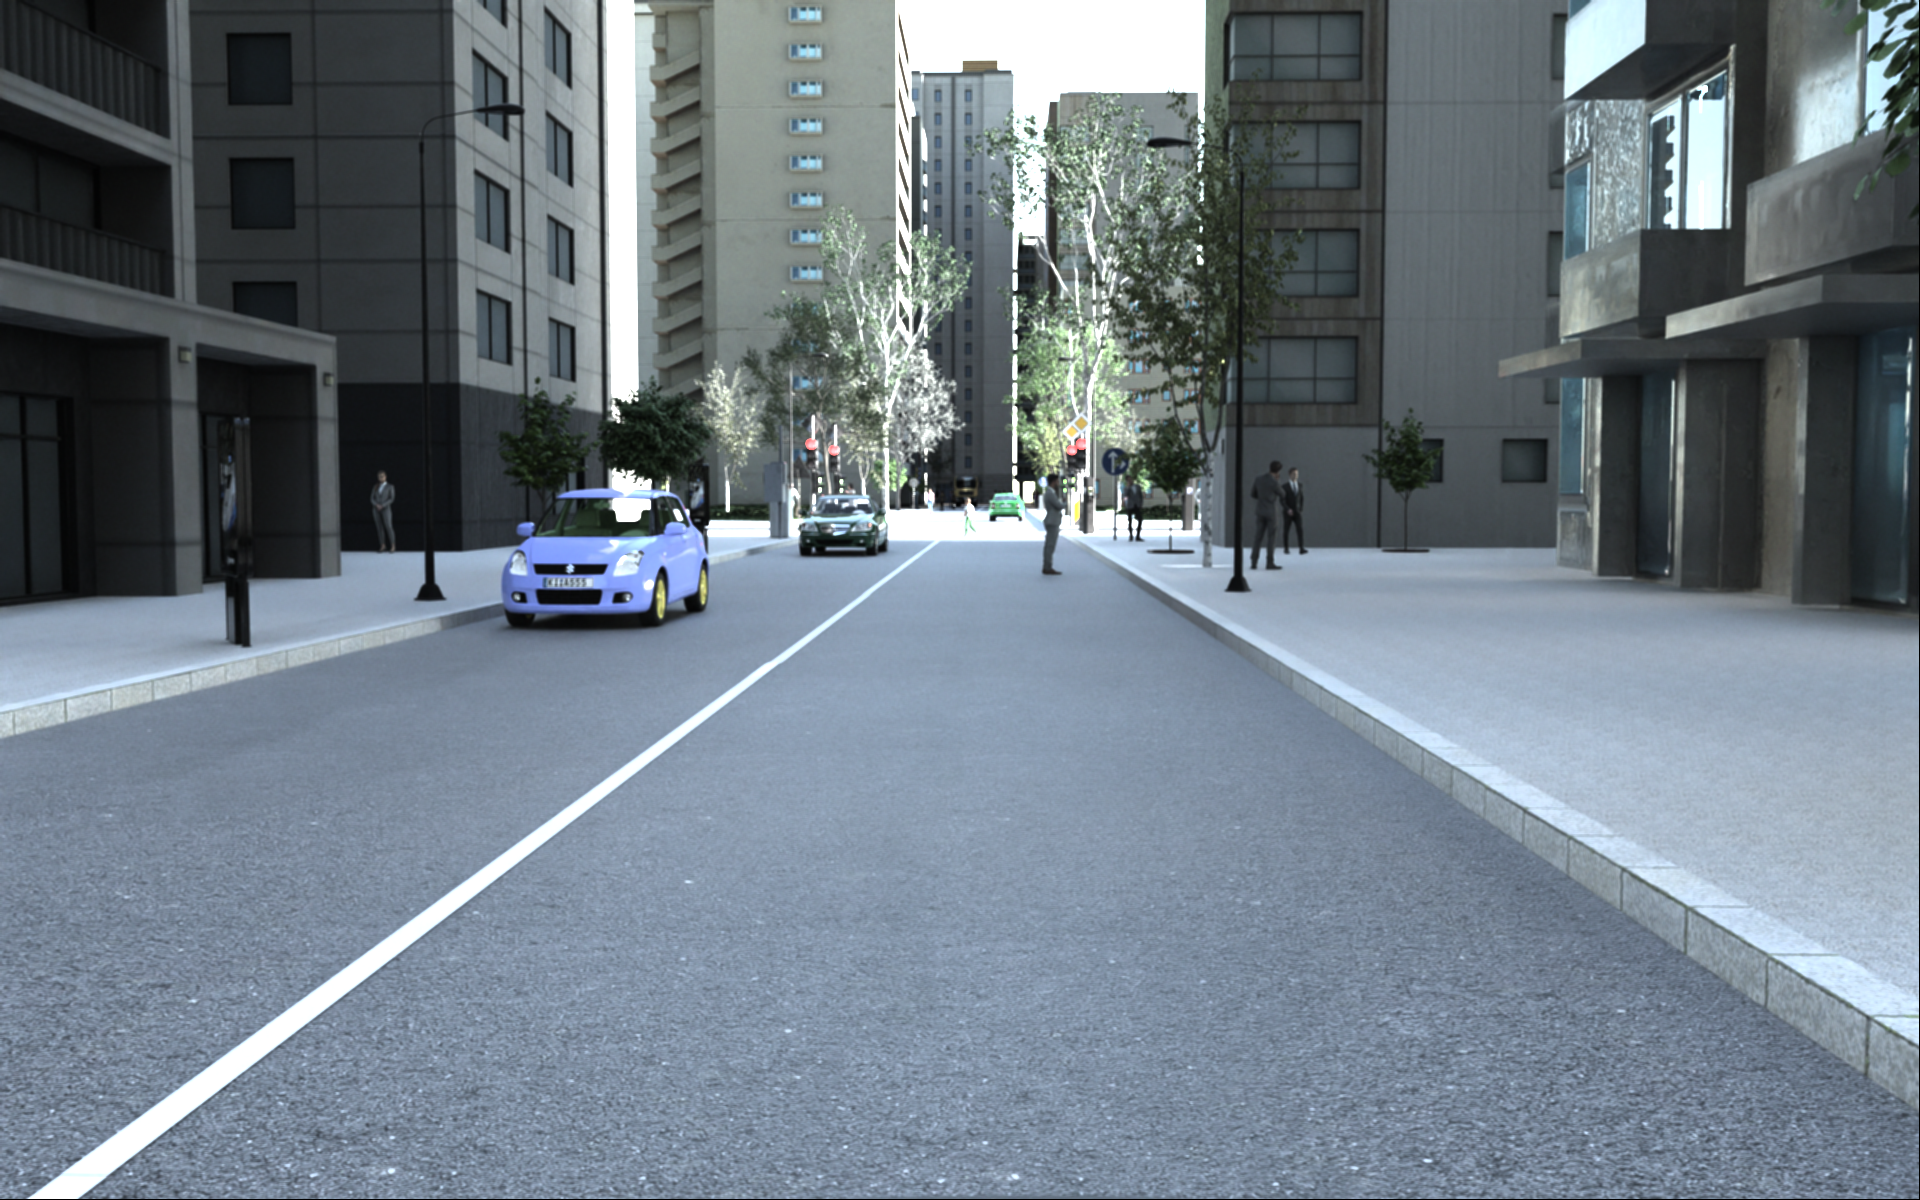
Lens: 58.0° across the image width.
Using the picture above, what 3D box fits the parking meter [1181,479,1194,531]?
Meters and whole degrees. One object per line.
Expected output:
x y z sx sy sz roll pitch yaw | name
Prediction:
7.845 -3.300 59.669 0.399 1.863 0.255 -1 4 -17 | parking meter

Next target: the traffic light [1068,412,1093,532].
4.120 -4.299 59.203 0.839 4.253 0.868 0 4 1 | traffic light

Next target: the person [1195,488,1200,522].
11.263 -4.570 80.857 0.391 1.810 0.635 3 5 44 | person

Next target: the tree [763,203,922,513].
-6.296 -15.818 114.515 12.611 20.169 13.585 0 3 0 | tree

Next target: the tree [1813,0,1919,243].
4.511 -1.331 5.471 4.285 4.588 4.351 0 3 0 | tree

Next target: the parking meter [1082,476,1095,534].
4.095 -3.025 55.173 0.255 1.863 0.399 -2 4 -24 | parking meter

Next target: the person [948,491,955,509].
-0.760 -9.650 166.729 0.683 1.767 0.568 -1 4 -21 | person

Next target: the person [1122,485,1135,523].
7.527 -4.299 76.919 0.643 1.750 0.593 -1 4 -19 | person

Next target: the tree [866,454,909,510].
-5.827 -9.520 139.365 4.285 4.588 4.351 0 3 0 | tree

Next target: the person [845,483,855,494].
-5.005 -4.397 78.285 0.532 1.782 0.716 0 4 5 | person

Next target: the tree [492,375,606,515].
-6.911 -2.068 28.415 1.663 3.219 1.824 0 3 0 | tree

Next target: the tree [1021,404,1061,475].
7.056 -11.367 136.213 4.737 8.622 4.395 0 3 0 | tree

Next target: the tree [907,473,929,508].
-3.919 -9.783 154.551 1.663 3.219 1.824 0 3 0 | tree

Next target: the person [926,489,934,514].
-2.149 -7.017 123.239 0.555 1.821 0.388 -1 4 -13 | person

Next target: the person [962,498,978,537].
0.332 -2.778 58.166 0.590 1.304 0.306 2 4 32 | person

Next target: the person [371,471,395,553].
-12.540 -1.914 37.613 0.520 1.790 0.573 -1 4 -11 | person

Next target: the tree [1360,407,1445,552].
9.978 -2.677 38.365 1.663 3.219 1.824 0 3 0 | tree

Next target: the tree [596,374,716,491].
-8.430 -3.904 47.544 4.285 4.588 4.351 0 3 0 | tree

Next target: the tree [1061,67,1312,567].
4.309 -4.903 30.521 4.737 8.622 4.395 0 3 0 | tree

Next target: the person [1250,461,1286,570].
5.257 -1.451 29.573 0.655 1.846 0.447 3 5 40 | person

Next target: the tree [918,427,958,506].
-2.449 -14.158 181.851 4.360 8.622 3.978 0 3 0 | tree

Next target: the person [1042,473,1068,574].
1.711 -1.365 31.001 0.466 1.800 0.511 -1 4 -18 | person

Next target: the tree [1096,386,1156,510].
10.920 -10.217 117.405 4.360 8.622 3.978 0 3 0 | tree

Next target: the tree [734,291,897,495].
-6.315 -8.905 80.009 7.601 10.594 8.767 1 4 18 | tree

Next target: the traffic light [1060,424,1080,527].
4.310 -4.787 67.186 0.839 4.253 0.868 0 4 1 | traffic light

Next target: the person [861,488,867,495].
-7.967 -8.340 142.177 0.659 1.850 0.755 -2 4 -33 | person

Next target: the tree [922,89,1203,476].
6.954 -13.662 79.266 12.611 20.169 13.585 0 3 0 | tree

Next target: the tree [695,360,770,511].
-12.678 -8.901 95.890 4.360 8.622 3.978 0 3 0 | tree

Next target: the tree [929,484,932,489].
-3.653 -10.972 173.994 1.663 3.219 1.824 0 3 0 | tree

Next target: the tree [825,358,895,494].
-5.185 -8.676 92.222 4.360 8.622 3.978 0 3 0 | tree

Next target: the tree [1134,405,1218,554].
4.537 -2.646 37.864 1.663 3.219 1.824 0 3 0 | tree

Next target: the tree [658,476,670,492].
-22.909 -11.234 134.038 4.737 8.622 4.395 0 3 0 | tree

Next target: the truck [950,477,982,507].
0.687 -12.141 194.431 3.469 3.379 9.791 0 3 0 | truck

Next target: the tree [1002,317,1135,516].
6.293 -10.684 100.439 9.928 11.665 9.643 0 3 0 | tree

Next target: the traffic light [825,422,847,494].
-4.850 -4.799 67.387 0.839 4.253 0.868 0 4 1 | traffic light

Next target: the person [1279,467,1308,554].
7.154 -1.907 36.992 0.659 1.850 0.755 -1 4 -17 | person

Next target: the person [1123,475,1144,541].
4.751 -2.515 47.345 0.592 1.802 0.473 0 4 6 | person

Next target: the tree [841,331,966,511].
-4.547 -13.402 129.499 12.009 13.543 11.850 0 3 0 | tree

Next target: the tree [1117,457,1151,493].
14.442 -9.557 139.977 4.285 4.588 4.351 0 3 0 | tree

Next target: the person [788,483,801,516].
-7.020 -4.019 72.246 0.782 1.767 0.515 0 4 -4 | person

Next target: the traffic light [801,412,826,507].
-5.039 -4.311 59.404 0.839 4.253 0.868 0 4 1 | traffic light

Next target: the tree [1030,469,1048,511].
6.354 -8.313 130.523 1.663 3.219 1.824 0 3 0 | tree
